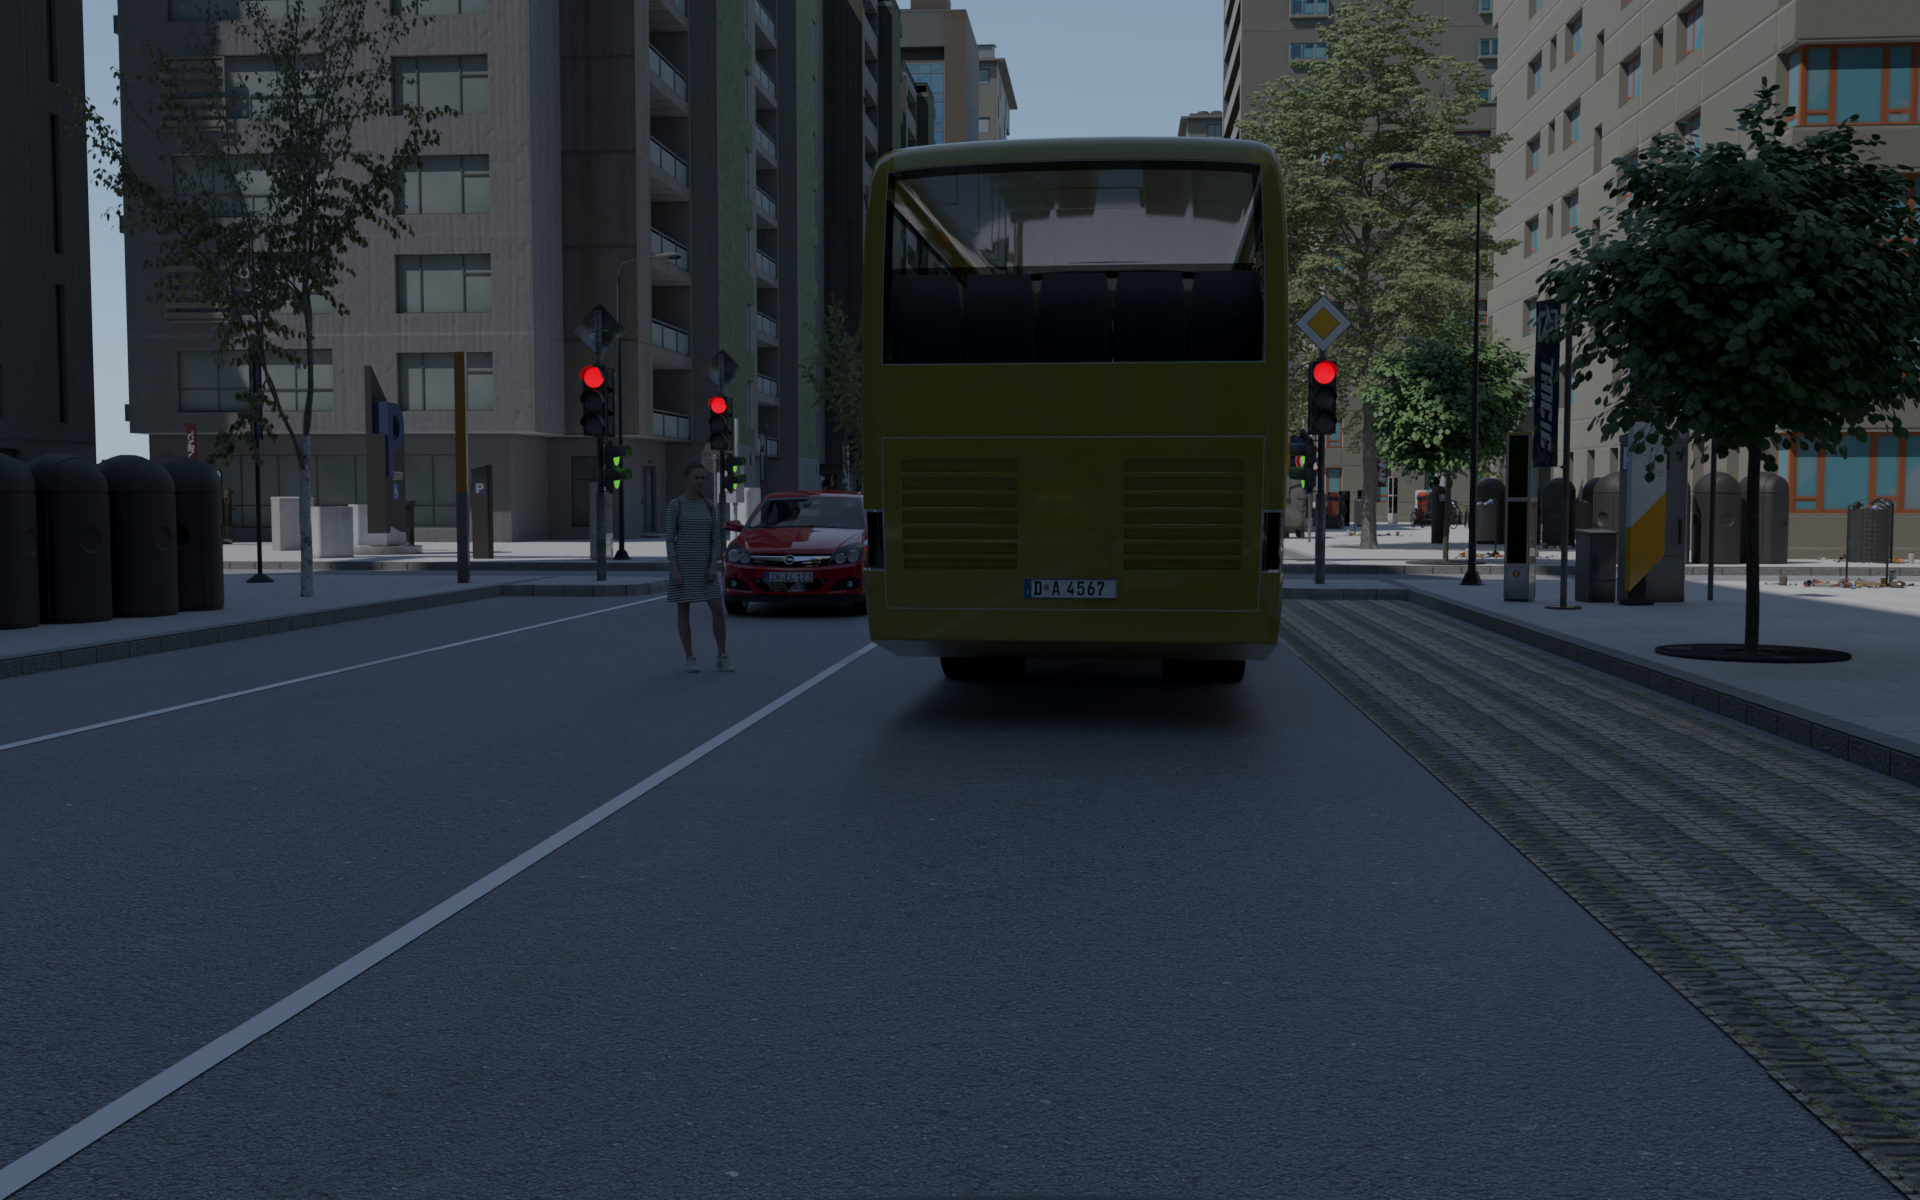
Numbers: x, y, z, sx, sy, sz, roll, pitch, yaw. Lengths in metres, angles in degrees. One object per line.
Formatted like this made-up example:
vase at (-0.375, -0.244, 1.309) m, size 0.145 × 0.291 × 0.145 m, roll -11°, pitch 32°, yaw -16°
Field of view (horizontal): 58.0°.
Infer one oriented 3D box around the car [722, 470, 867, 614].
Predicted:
car at (-1.843, -0.794, 22.018) m, size 2.155 × 1.783 × 4.494 m, roll 0°, pitch 4°, yaw 3°

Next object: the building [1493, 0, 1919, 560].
building at (31.759, -12.283, 45.868) m, size 28.899 × 21.520 × 27.650 m, roll 0°, pitch 4°, yaw 5°

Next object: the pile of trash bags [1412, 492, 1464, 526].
pile of trash bags at (19.673, -3.800, 71.875) m, size 1.912 × 1.369 × 3.447 m, roll 2°, pitch 4°, yaw 33°

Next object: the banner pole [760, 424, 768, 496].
banner pole at (-7.013, -4.406, 62.051) m, size 0.401 × 3.779 × 0.863 m, roll -2°, pitch 4°, yaw -28°

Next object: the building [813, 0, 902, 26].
building at (-10.936, -19.779, 95.089) m, size 14.160 × 30.474 × 14.107 m, roll 0°, pitch 4°, yaw 5°

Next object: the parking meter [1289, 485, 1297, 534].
parking meter at (10.757, -3.100, 56.402) m, size 0.399 × 1.863 × 0.255 m, roll 1°, pitch 4°, yaw 18°

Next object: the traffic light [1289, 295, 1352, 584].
traffic light at (5.123, -2.185, 24.643) m, size 0.839 × 4.253 × 0.868 m, roll 0°, pitch 4°, yaw 5°

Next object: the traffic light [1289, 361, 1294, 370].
traffic light at (5.837, -2.671, 32.596) m, size 0.839 × 4.253 × 0.868 m, roll 0°, pitch 4°, yaw 5°

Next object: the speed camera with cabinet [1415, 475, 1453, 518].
speed camera with cabinet at (20.497, -4.923, 74.834) m, size 2.038 × 3.252 × 0.660 m, roll -3°, pitch 5°, yaw -41°

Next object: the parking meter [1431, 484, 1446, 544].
parking meter at (12.400, -2.228, 44.843) m, size 0.372 × 1.533 × 0.369 m, roll 0°, pitch 3°, yaw 0°

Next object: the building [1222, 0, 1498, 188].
building at (30.905, -30.914, 129.143) m, size 21.300 × 48.544 × 21.600 m, roll 0°, pitch 4°, yaw 5°

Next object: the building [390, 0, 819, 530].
building at (-14.142, -23.811, 72.903) m, size 14.154 × 41.232 × 14.086 m, roll 0°, pitch 4°, yaw 5°

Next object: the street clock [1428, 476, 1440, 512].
street clock at (18.985, -3.966, 69.410) m, size 0.471 × 2.002 × 0.358 m, roll 1°, pitch 4°, yaw 20°

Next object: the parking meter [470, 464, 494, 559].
parking meter at (-9.470, -1.748, 34.297) m, size 0.399 × 1.863 × 0.255 m, roll 0°, pitch 4°, yaw 5°

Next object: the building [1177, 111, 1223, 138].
building at (43.734, -39.468, 234.540) m, size 28.713 × 52.752 × 27.495 m, roll 0°, pitch 4°, yaw 5°

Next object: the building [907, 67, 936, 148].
building at (-9.331, -21.111, 116.865) m, size 14.160 × 30.474 × 14.107 m, roll 0°, pitch 4°, yaw 5°

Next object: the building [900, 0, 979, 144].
building at (-5.704, -31.139, 159.232) m, size 14.600 × 45.320 × 14.200 m, roll 0°, pitch 4°, yaw 5°

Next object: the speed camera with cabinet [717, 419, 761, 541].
speed camera with cabinet at (-5.902, -3.174, 46.224) m, size 0.660 × 3.252 × 2.038 m, roll 1°, pitch 4°, yaw 11°

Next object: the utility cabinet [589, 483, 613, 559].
utility cabinet at (-7.046, -1.554, 34.085) m, size 0.318 × 1.500 × 1.173 m, roll 0°, pitch 4°, yaw -4°

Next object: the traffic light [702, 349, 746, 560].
traffic light at (-4.584, -2.727, 33.511) m, size 0.839 × 4.253 × 0.868 m, roll 0°, pitch 4°, yaw 5°

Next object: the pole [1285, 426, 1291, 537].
pole at (9.690, -3.522, 51.425) m, size 0.158 × 3.312 × 0.155 m, roll 0°, pitch 3°, yaw 0°

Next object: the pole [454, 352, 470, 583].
pole at (-7.170, -1.902, 24.937) m, size 0.158 × 3.312 × 0.155 m, roll 0°, pitch 3°, yaw 0°

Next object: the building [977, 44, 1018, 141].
building at (-8.042, -37.939, 209.533) m, size 28.713 × 52.752 × 27.495 m, roll 0°, pitch 4°, yaw 5°

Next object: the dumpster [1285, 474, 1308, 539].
dumpster at (9.429, -2.725, 50.308) m, size 1.264 × 1.857 × 1.865 m, roll 0°, pitch 4°, yaw 5°

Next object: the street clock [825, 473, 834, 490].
street clock at (-4.563, -3.427, 60.602) m, size 0.358 × 2.002 × 0.471 m, roll 1°, pitch 4°, yaw 12°

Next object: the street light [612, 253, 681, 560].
street light at (-6.055, -3.730, 33.533) m, size 1.470 × 5.913 × 1.316 m, roll 0°, pitch 4°, yaw 5°

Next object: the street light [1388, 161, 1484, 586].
street light at (6.683, -3.167, 24.317) m, size 1.470 × 5.913 × 1.316 m, roll 0°, pitch 4°, yaw 5°

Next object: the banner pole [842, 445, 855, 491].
banner pole at (-4.904, -5.330, 77.166) m, size 0.863 × 3.779 × 0.401 m, roll -3°, pitch 4°, yaw -39°

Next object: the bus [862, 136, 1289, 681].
bus at (1.371, -1.509, 16.213) m, size 2.896 × 3.916 × 12.252 m, roll 0°, pitch 4°, yaw 7°

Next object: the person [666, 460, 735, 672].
person at (-2.141, -0.274, 13.992) m, size 0.512 × 1.701 × 0.522 m, roll -2°, pitch 4°, yaw -32°

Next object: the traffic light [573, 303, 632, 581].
traffic light at (-5.298, -2.241, 25.558) m, size 0.839 × 4.253 × 0.868 m, roll 0°, pitch 4°, yaw 5°

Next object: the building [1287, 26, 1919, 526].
building at (31.516, -15.070, 91.439) m, size 27.650 × 21.520 × 28.899 m, roll 0°, pitch 4°, yaw 5°

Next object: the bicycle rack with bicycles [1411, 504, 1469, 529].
bicycle rack with bicycles at (18.214, -3.122, 64.431) m, size 2.852 × 0.926 × 2.925 m, roll 0°, pitch 4°, yaw 2°

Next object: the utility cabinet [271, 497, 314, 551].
utility cabinet at (-15.195, -1.732, 39.484) m, size 0.306 × 1.237 × 1.020 m, roll 2°, pitch 4°, yaw 25°

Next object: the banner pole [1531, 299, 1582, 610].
banner pole at (6.685, -1.802, 19.480) m, size 0.401 × 3.779 × 0.863 m, roll -1°, pitch 4°, yaw -16°

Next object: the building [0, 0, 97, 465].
building at (-34.256, -16.828, 46.847) m, size 14.107 × 30.474 × 14.160 m, roll 0°, pitch 4°, yaw 5°

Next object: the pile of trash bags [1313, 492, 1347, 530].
pile of trash bags at (13.297, -3.300, 63.715) m, size 1.912 × 1.369 × 3.447 m, roll 0°, pitch 4°, yaw -6°

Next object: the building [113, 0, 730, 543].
building at (-14.488, -22.459, 50.802) m, size 14.154 × 41.232 × 14.086 m, roll 0°, pitch 4°, yaw 5°
